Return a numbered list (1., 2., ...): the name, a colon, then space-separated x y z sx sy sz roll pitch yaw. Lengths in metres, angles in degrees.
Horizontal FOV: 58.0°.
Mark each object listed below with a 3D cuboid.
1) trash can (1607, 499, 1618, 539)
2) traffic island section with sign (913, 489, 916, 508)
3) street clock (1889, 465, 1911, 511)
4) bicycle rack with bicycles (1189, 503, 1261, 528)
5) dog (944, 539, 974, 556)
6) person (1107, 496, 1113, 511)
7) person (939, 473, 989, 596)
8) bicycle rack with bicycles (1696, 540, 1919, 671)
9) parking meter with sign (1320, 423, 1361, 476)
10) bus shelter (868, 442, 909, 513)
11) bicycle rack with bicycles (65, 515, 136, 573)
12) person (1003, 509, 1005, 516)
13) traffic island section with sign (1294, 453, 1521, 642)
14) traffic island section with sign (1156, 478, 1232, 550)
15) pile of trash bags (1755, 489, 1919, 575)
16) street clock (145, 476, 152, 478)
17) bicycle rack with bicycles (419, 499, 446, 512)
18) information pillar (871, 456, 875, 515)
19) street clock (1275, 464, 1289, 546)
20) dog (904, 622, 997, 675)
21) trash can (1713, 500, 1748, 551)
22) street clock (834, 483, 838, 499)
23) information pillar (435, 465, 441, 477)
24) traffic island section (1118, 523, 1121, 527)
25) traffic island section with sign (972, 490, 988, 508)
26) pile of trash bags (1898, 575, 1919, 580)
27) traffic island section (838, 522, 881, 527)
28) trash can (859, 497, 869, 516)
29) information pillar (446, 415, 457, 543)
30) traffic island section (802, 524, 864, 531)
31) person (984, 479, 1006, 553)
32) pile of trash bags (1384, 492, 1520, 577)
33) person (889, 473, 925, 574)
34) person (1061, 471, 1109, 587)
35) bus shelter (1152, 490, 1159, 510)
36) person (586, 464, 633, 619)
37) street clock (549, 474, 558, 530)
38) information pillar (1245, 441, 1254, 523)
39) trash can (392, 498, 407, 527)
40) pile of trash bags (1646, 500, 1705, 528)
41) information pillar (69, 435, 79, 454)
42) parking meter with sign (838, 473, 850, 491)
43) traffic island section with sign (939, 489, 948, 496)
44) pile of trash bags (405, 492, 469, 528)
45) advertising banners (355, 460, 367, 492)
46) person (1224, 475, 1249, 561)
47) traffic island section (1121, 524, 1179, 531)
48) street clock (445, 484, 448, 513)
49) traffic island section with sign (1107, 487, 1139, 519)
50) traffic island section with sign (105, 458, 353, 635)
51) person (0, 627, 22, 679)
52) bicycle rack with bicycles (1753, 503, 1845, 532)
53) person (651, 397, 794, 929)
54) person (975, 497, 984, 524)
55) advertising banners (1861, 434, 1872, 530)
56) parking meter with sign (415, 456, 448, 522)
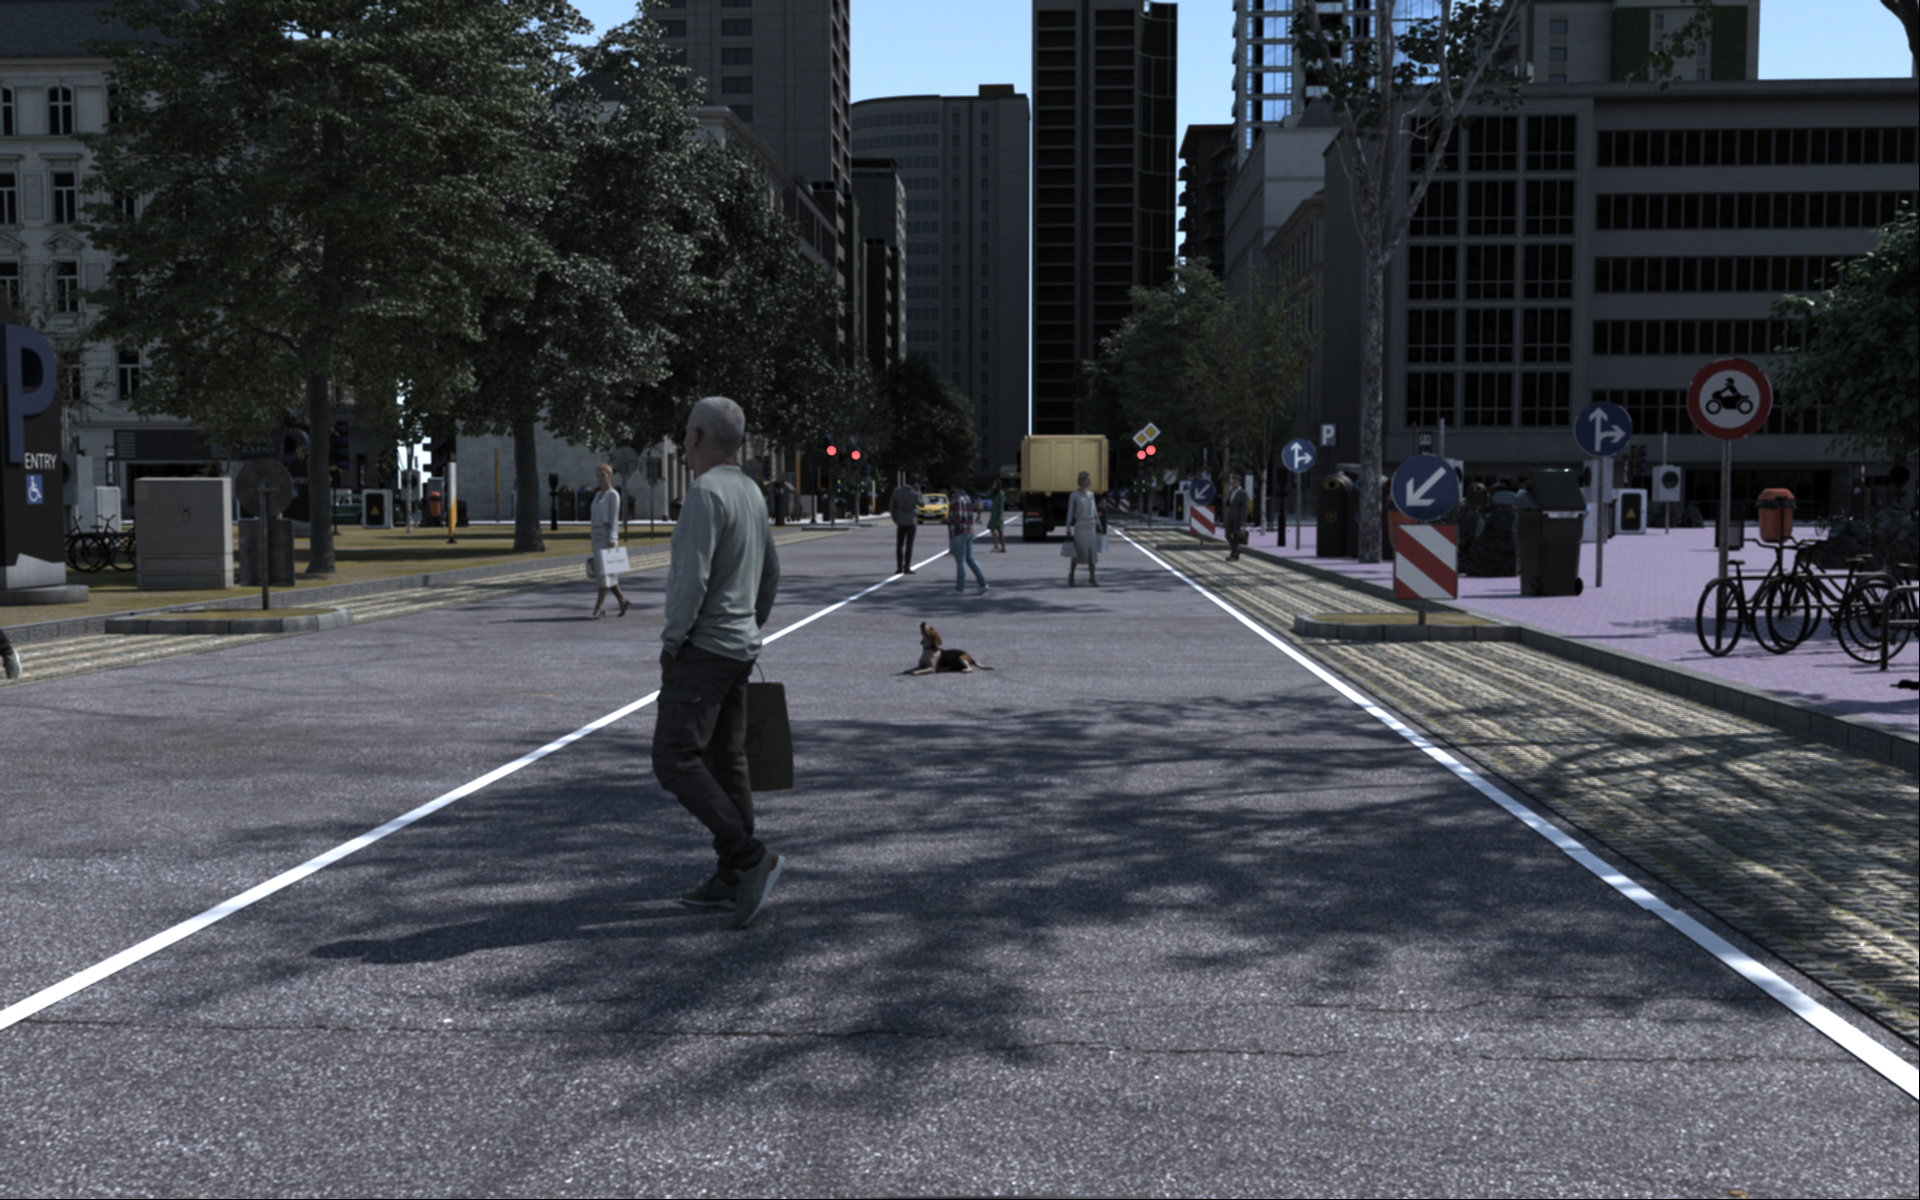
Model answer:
1. trash can: 18.573 -2.342 49.946 0.748 1.137 0.748 0 3 0
2. traffic island section with sign: -2.778 -5.639 100.825 1.989 1.847 2.006 0 4 3
3. street clock: 23.583 -2.381 43.492 0.471 2.002 0.358 2 4 35
4. bicycle rack with bicycles: 10.064 -3.230 66.199 2.925 0.926 2.852 0 4 -1
5. dog: -0.011 -1.231 40.325 0.748 0.427 0.550 0 4 0
6. person: 11.425 -7.523 131.685 0.537 1.800 0.526 3 4 36
7. person: 0.054 -0.919 24.362 0.643 1.720 0.563 2 4 23
8. bicycle rack with bicycles: 7.147 -0.021 13.733 2.925 0.926 2.852 -1 4 -14
9. parking meter with sign: 9.840 -2.885 43.425 1.738 3.016 0.543 -2 4 -33
10. bus shelter: -5.105 -8.821 121.847 2.179 5.291 8.768 0 4 4
11. bicycle rack with bicycles: -14.170 -0.967 29.193 2.925 0.926 2.852 -1 4 -8
12. person: 2.815 -6.284 115.516 0.394 1.301 0.425 0 4 8
13. traffic island section with sign: 4.481 -0.555 17.697 1.989 1.847 2.006 0 4 3
14. traffic island section with sign: 6.082 -2.205 44.687 1.989 1.847 2.006 0 4 3
15. pile of trash bags: 15.212 -1.194 29.282 3.447 1.369 1.912 0 4 1
16. street clock: -32.763 -4.000 69.973 0.358 2.002 0.471 -3 4 -36
17. bicycle rack with bicycles: -41.949 -7.476 135.608 2.852 0.926 2.925 3 5 43
18. information pillar: -5.315 -7.039 106.444 0.183 3.616 0.504 0 4 7
19. street clock: 7.884 -2.314 42.407 0.358 2.002 0.471 0 4 7
20. dog: -0.071 0.384 13.921 0.748 0.427 0.550 0 4 2
21. trash can: 17.541 -1.701 39.464 0.748 1.137 0.748 0 3 0
22. street clock: -7.568 -6.183 105.665 0.471 2.002 0.358 -1 4 -14
23. information pillar: -41.543 -8.961 137.859 0.504 3.616 0.183 -3 4 -39
24. traffic island section: 7.907 -3.258 75.543 2.009 0.180 2.903 0 4 3
25. traffic island section with sign: 1.806 -10.376 178.269 1.989 1.847 2.006 0 4 3
26. pile of trash bags: 15.754 -0.977 25.734 3.447 1.369 1.912 0 4 -4
27. traffic island section: -4.563 -3.303 76.284 2.009 0.180 2.903 0 4 3
28. trash can: -5.642 -5.517 101.854 0.748 1.137 0.748 0 3 0
29. information pillar: -13.250 -3.289 45.136 0.183 3.616 0.504 0 3 0
30. traffic island section: -5.035 -2.815 68.313 2.009 0.180 2.903 0 4 3
31. person: 0.933 -2.052 42.301 0.529 1.795 0.600 -2 4 -34
32. pile of trash bags: 7.873 -1.073 27.289 3.447 1.369 1.912 -3 5 -40
33. person: -0.958 -1.368 31.043 0.592 1.802 0.473 2 4 33
34. person: 1.931 -1.102 26.873 0.694 1.780 0.624 -1 4 -16
35. bus shelter: 15.210 -8.536 133.488 2.014 3.302 5.546 0 4 3
36. person: -4.039 -0.680 19.975 0.624 1.780 0.694 -2 4 -28
37. street clock: -14.334 -3.458 61.113 0.358 2.002 0.471 -2 4 -25
38. information pillar: 12.691 -5.176 75.976 0.504 3.616 0.183 -3 5 -43
39. trash can: -21.955 -3.437 67.849 0.748 1.137 0.748 0 3 0
40. pile of trash bags: 26.285 -3.415 65.596 3.447 1.369 1.912 -1 4 -16
41. information pillar: -35.316 -4.757 69.126 0.504 3.616 0.183 1 4 20
42. parking meter with sign: -9.304 -9.113 145.253 1.738 3.016 0.543 -2 4 -29
43. traffic island section with sign: -1.141 -7.319 128.289 1.989 1.847 2.006 0 4 3
44. pile of trash bags: -20.013 -3.493 66.861 1.912 1.369 3.447 -1 4 -8
45. advertising banners: -31.366 -5.698 89.344 0.090 3.025 2.074 2 4 27
46. person: 5.870 -1.731 36.760 0.622 1.834 0.822 3 5 40
47. traffic island section: 7.435 -2.770 67.572 2.009 0.180 2.903 0 4 3
48. street clock: -35.353 -7.024 119.404 0.471 2.002 0.358 -2 4 -24
49. traffic island section with sign: 9.359 -5.595 100.099 1.989 1.847 2.006 0 4 3
50. traffic island section with sign: -7.659 -0.604 18.497 1.989 1.847 2.006 0 4 3
51. person: -7.693 -0.267 13.345 0.782 1.767 0.515 2 4 26
52. bicycle rack with bicycles: 25.832 -2.434 53.171 2.852 0.926 2.925 3 4 37
53. person: -0.780 0.179 6.055 0.515 1.767 0.782 1 4 13
54. person: 0.932 -4.337 83.679 0.475 1.303 0.640 -3 5 -40
55. advertising banners: 20.413 -2.621 39.036 0.090 3.025 2.074 2 4 32
56. parking meter with sign: -23.928 -5.065 79.070 1.738 3.016 0.543 0 4 -7
